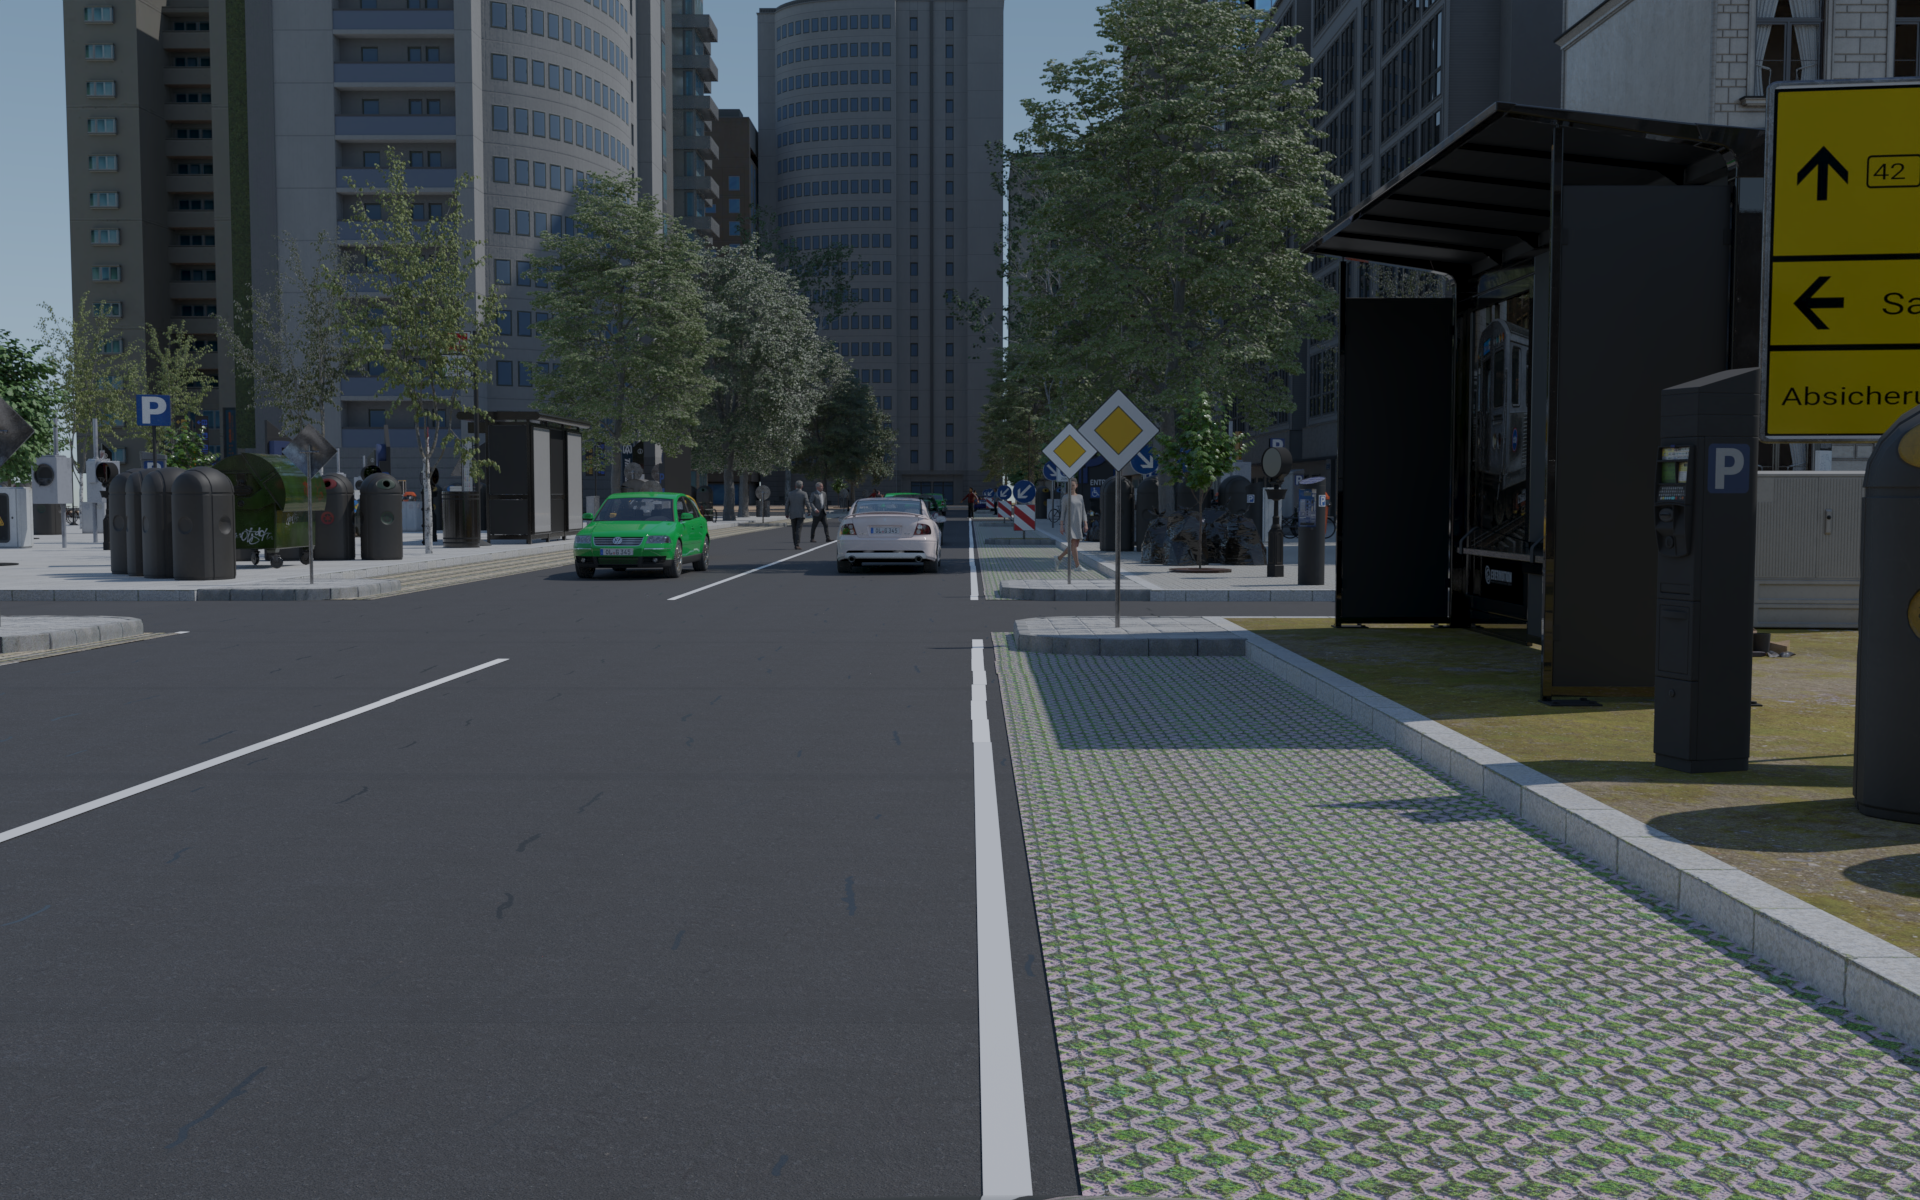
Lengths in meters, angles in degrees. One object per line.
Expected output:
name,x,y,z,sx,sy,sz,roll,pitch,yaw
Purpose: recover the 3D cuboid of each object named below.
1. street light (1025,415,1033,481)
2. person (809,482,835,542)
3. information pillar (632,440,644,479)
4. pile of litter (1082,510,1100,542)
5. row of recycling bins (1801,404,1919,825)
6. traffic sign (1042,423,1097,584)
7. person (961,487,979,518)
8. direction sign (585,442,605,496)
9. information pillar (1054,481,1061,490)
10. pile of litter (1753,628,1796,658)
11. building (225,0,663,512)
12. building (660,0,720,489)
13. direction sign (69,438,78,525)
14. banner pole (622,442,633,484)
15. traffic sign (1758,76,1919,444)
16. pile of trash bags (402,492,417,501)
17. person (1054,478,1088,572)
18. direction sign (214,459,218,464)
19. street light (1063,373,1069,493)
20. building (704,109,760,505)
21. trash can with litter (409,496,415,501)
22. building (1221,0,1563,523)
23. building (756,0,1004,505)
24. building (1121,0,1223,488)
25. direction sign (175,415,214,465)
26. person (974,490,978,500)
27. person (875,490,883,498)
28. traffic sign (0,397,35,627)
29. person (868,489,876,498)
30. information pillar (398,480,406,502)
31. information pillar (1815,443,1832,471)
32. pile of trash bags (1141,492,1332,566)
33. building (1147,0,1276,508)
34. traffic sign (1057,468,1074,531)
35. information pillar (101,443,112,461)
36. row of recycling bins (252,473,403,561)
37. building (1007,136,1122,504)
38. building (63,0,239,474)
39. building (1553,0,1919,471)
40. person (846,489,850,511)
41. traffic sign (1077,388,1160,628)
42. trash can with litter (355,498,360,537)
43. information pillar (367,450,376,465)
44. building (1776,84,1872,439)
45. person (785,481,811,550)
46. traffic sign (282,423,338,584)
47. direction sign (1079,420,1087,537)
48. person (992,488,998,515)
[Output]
street light,3.954,-7.739,99.314,0.468,5.910,1.993,0,4,0
person,-4.112,-2.592,51.277,0.834,1.777,0.661,3,4,37
information pillar,-13.430,-4.958,72.426,0.504,3.616,0.183,0,4,-6
pile of litter,3.840,-2.017,46.949,1.176,0.858,1.719,0,4,-3
row of recycling bins,4.469,0.089,5.657,1.069,1.692,3.534,-1,4,-17
traffic sign,1.550,-1.280,24.567,0.795,2.450,0.064,0,4,0
person,0.620,-5.712,101.853,1.348,1.831,0.705,3,4,39
direction sign,-15.824,-5.088,75.191,0.876,3.537,0.379,0,4,7
information pillar,5.393,-5.549,95.214,0.304,2.012,0.304,-3,5,-40
pile of litter,6.074,-0.023,14.340,1.176,0.858,1.719,-1,4,-14
building,-32.558,-34.964,113.663,21.231,58.520,28.212,0,4,0
building,-37.028,-32.570,152.130,30.456,49.044,23.786,0,4,0
direction sign,-36.264,-4.817,70.752,0.379,3.537,0.876,-2,4,-28
banner pole,-14.196,-5.086,73.171,0.863,3.779,0.401,-1,4,-9
traffic sign,5.102,-0.895,8.498,2.265,3.308,0.079,1,4,9
pile of trash bags,-22.768,-4.069,76.282,3.447,1.369,1.912,-1,4,-13
person,2.035,-1.389,31.958,0.760,1.731,0.466,2,4,32
direction sign,-42.726,-6.529,98.740,0.876,3.537,0.379,0,4,-4
street light,3.769,-5.367,60.532,0.468,5.910,1.993,0,4,0
building,-30.606,-33.717,201.384,14.200,45.320,14.600,0,4,0
trash can with litter,-22.174,-3.601,69.931,1.678,1.210,2.233,-2,4,-26
building,21.757,-17.943,86.871,14.314,27.812,24.014,0,4,0
building,-9.121,-40.471,203.694,28.212,58.520,21.231,0,4,0
building,25.885,-32.383,153.172,21.300,48.544,21.600,0,4,0
direction sign,-22.131,-3.547,49.991,0.876,3.537,0.379,-2,4,-28
person,1.399,-9.458,163.239,1.348,1.812,0.705,2,4,25
person,-4.717,-5.565,100.965,0.415,1.643,0.593,3,4,36
traffic sign,-9.284,-0.796,16.656,0.795,2.450,0.064,0,4,0
person,-6.403,-7.401,129.450,1.348,1.831,0.705,2,4,25
information pillar,-30.075,-5.438,93.411,0.304,2.012,0.304,0,4,6
information pillar,16.484,-2.552,33.088,0.504,3.616,0.183,-3,4,-37
pile of trash bags,5.111,-1.350,31.818,3.447,1.369,1.912,0,4,-5
building,26.522,-49.730,125.758,22.319,86.520,31.000,0,4,0
traffic sign,3.612,-3.502,59.395,0.606,2.300,0.079,1,4,10
information pillar,-39.544,-5.441,80.310,0.183,3.616,0.504,2,4,32
row of recycling bins,-12.633,-1.615,33.518,3.534,1.692,1.069,-1,4,-14
building,12.592,-31.637,200.855,14.086,41.232,14.154,0,4,0
building,-63.050,-32.398,153.405,21.600,48.544,21.300,0,4,0
building,24.478,-10.744,40.288,19.286,19.102,10.561,0,4,0
person,-8.901,-7.865,137.100,0.705,1.823,1.348,-1,4,-9
traffic sign,1.510,-0.791,16.582,0.795,2.450,0.064,0,4,0
trash can with litter,-17.789,-2.424,51.024,0.624,1.170,1.055,1,4,20
information pillar,-31.029,-6.121,91.425,0.504,3.616,0.183,1,4,17
building,65.436,-32.371,152.959,21.600,48.544,21.300,0,4,0
person,-4.184,-2.201,44.887,0.661,1.777,0.834,0,4,5
traffic sign,-9.244,-1.284,24.641,0.795,2.450,0.064,0,4,0
direction sign,3.637,-3.644,51.578,0.379,3.537,0.876,1,4,17
person,2.394,-6.692,117.901,0.705,1.826,1.348,-1,4,-10
